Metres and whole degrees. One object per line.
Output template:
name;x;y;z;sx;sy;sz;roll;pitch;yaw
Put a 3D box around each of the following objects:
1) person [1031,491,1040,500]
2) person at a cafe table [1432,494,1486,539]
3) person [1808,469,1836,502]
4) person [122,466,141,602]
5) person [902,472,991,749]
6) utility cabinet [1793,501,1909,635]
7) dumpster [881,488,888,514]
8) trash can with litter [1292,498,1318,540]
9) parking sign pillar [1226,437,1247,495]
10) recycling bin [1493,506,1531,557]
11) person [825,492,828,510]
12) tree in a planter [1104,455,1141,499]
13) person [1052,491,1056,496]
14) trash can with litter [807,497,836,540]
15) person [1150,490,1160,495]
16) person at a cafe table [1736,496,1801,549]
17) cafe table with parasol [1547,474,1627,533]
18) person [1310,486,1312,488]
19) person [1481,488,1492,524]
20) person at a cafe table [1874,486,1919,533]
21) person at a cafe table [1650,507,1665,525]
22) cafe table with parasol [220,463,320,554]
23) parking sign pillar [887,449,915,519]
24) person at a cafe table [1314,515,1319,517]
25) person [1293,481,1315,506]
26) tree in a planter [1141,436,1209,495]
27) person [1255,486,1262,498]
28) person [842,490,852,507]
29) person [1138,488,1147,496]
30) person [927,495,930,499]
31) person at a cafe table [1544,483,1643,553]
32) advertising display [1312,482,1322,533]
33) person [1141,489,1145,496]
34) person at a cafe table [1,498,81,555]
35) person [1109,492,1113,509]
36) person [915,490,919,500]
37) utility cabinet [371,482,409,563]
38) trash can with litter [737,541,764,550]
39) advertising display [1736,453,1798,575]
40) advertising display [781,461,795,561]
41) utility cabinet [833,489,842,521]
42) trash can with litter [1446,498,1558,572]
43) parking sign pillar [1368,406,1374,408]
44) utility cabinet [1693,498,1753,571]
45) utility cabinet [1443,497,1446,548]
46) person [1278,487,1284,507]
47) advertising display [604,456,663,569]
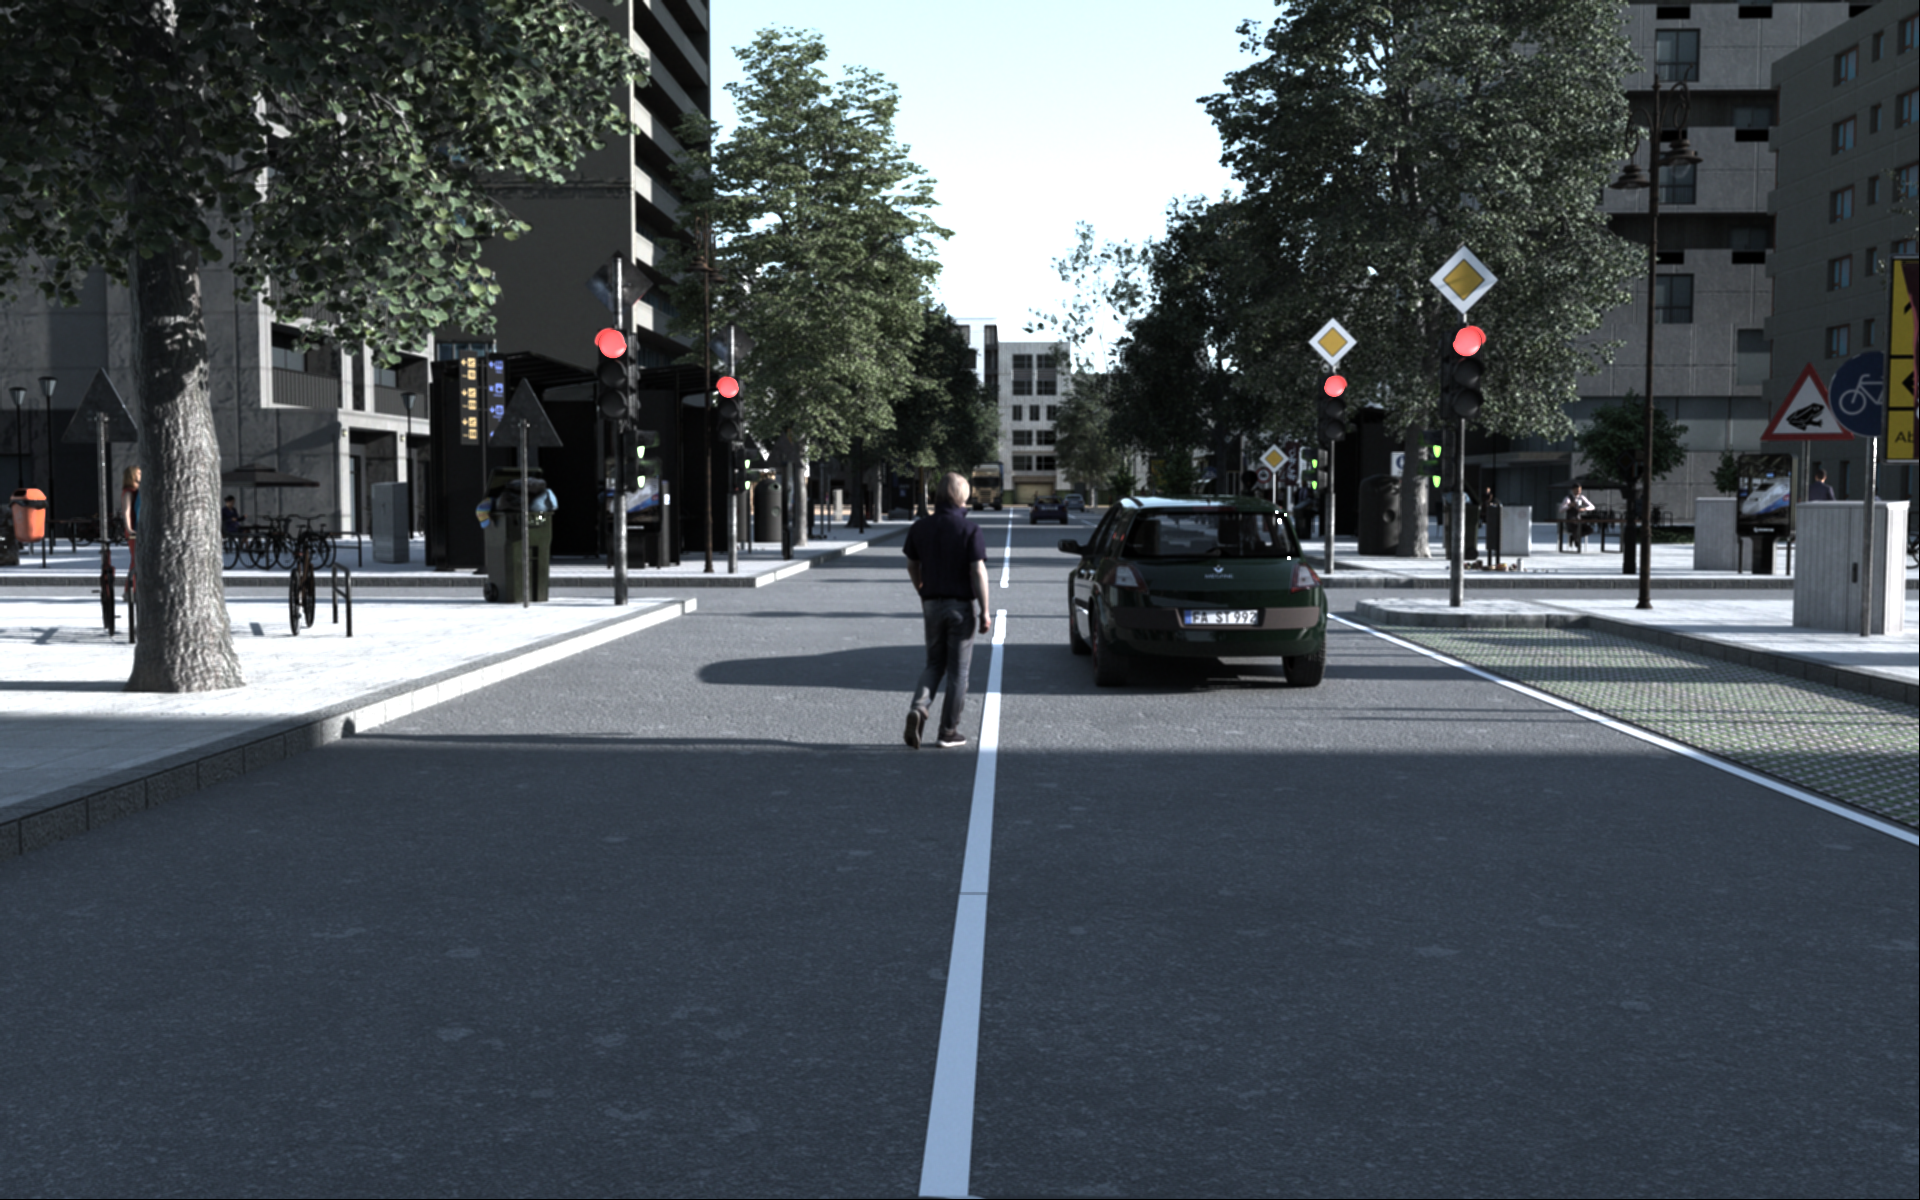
person;7.676;-10.122;174.709;1.217;1.735;0.721;-1;4;-21
person at a cafe table;14.488;-2.552;50.233;1.622;1.524;1.698;-2;4;-35
person;14.782;-1.397;29.806;0.530;1.710;0.541;-2;4;-29
person;-9.855;-0.797;20.775;0.444;1.614;0.593;1;4;17
person;-0.145;0.055;9.816;0.471;1.553;0.569;-2;4;-27
utility cabinet;8.348;-0.313;16.279;0.306;1.237;1.020;-1;4;-22
dumpster;-3.901;-5.322;92.774;1.264;1.857;1.865;0;4;2
trash can with litter;9.493;-2.284;48.726;1.055;1.170;0.624;-2;4;-26
parking sign pillar;12.237;-5.445;77.492;1.447;3.967;1.447;-3;4;-36
recycling bin;11.434;-1.427;35.890;0.722;1.027;0.722;1;4;15
person;-10.833;-8.040;140.713;0.599;1.433;0.991;-1;4;-14
tree in a planter;7.550;-5.076;80.221;1.991;3.239;1.994;0;4;2
person;9.060;-9.548;165.159;0.434;1.755;0.990;3;4;37
trash can with litter;-4.362;-2.356;49.571;1.678;1.210;2.233;-1;4;-10
person;13.410;-6.913;119.593;1.217;1.766;0.721;-1;4;-21
person at a cafe table;19.598;-1.850;41.105;1.726;1.238;1.698;-1;4;-15
cafe table with parasol;20.706;-3.192;57.062;2.610;1.966;2.610;3;5;41
person;23.458;-6.699;115.549;1.348;1.826;0.705;0;4;-4
person;22.857;-4.086;75.116;0.482;1.546;0.388;2;4;28
person at a cafe table;28.823;-2.796;54.232;1.622;1.524;1.698;-2;4;-29
person at a cafe table;28.631;-3.929;72.755;1.698;1.524;1.622;2;4;27
cafe table with parasol;-15.513;-2.036;38.150;2.610;1.966;2.610;-1;4;-11
parking sign pillar;-3.047;-6.171;89.364;1.447;3.967;1.447;-2;4;-27
person at a cafe table;19.704;-5.359;96.132;1.698;1.524;1.622;-2;4;-25
person;9.901;-2.639;50.008;0.655;1.722;0.431;3;5;44
tree in a planter;6.720;-3.420;53.142;1.991;3.239;1.994;0;4;2
person;21.211;-7.163;123.165;0.705;1.824;1.348;-3;4;-38
person;-10.911;-9.790;166.935;1.217;1.723;0.721;-1;4;-11
person;11.694;-6.314;109.965;0.721;1.739;1.217;-3;4;-36
person;-2.475;-7.128;122.601;0.705;1.823;1.348;1;4;20
person at a cafe table;13.725;-1.811;38.118;1.698;1.524;1.622;-1;4;-12
advertising display;12.073;-3.172;57.074;0.974;1.923;0.123;0;4;-3
person;14.880;-8.260;141.121;0.705;1.821;1.348;0;4;-6
person at a cafe table;-19.686;-1.575;36.606;1.698;1.238;1.726;1;4;9
person;12.417;-8.155;142.642;0.557;1.426;1.065;-1;4;-9
person;-4.372;-10.653;182.704;0.705;1.821;1.348;-2;4;-27
utility cabinet;-10.689;-1.454;32.446;0.318;1.500;1.173;-3;4;-37
trash can with litter;-5.754;-1.774;40.059;2.233;1.210;1.678;2;4;35
advertising display;12.854;-1.371;27.630;0.123;1.923;0.974;-2;4;-30
advertising display;-3.345;-1.746;33.759;0.123;1.923;0.974;0;4;3
utility cabinet;-5.806;-4.487;82.046;0.318;1.500;1.173;-1;4;-11
trash can with litter;9.098;-1.128;29.493;1.678;1.210;2.233;0;4;2
parking sign pillar;12.933;-3.983;53.594;1.447;3.967;1.447;2;4;23
utility cabinet;12.885;-1.094;29.052;1.020;1.237;0.306;2;4;33
utility cabinet;11.809;-1.829;41.066;0.306;1.237;1.020;-1;4;-10
person;17.366;-5.319;94.464;0.566;1.644;0.517;2;4;35
advertising display;-5.587;-1.494;29.634;0.974;1.923;0.123;0;3;0
